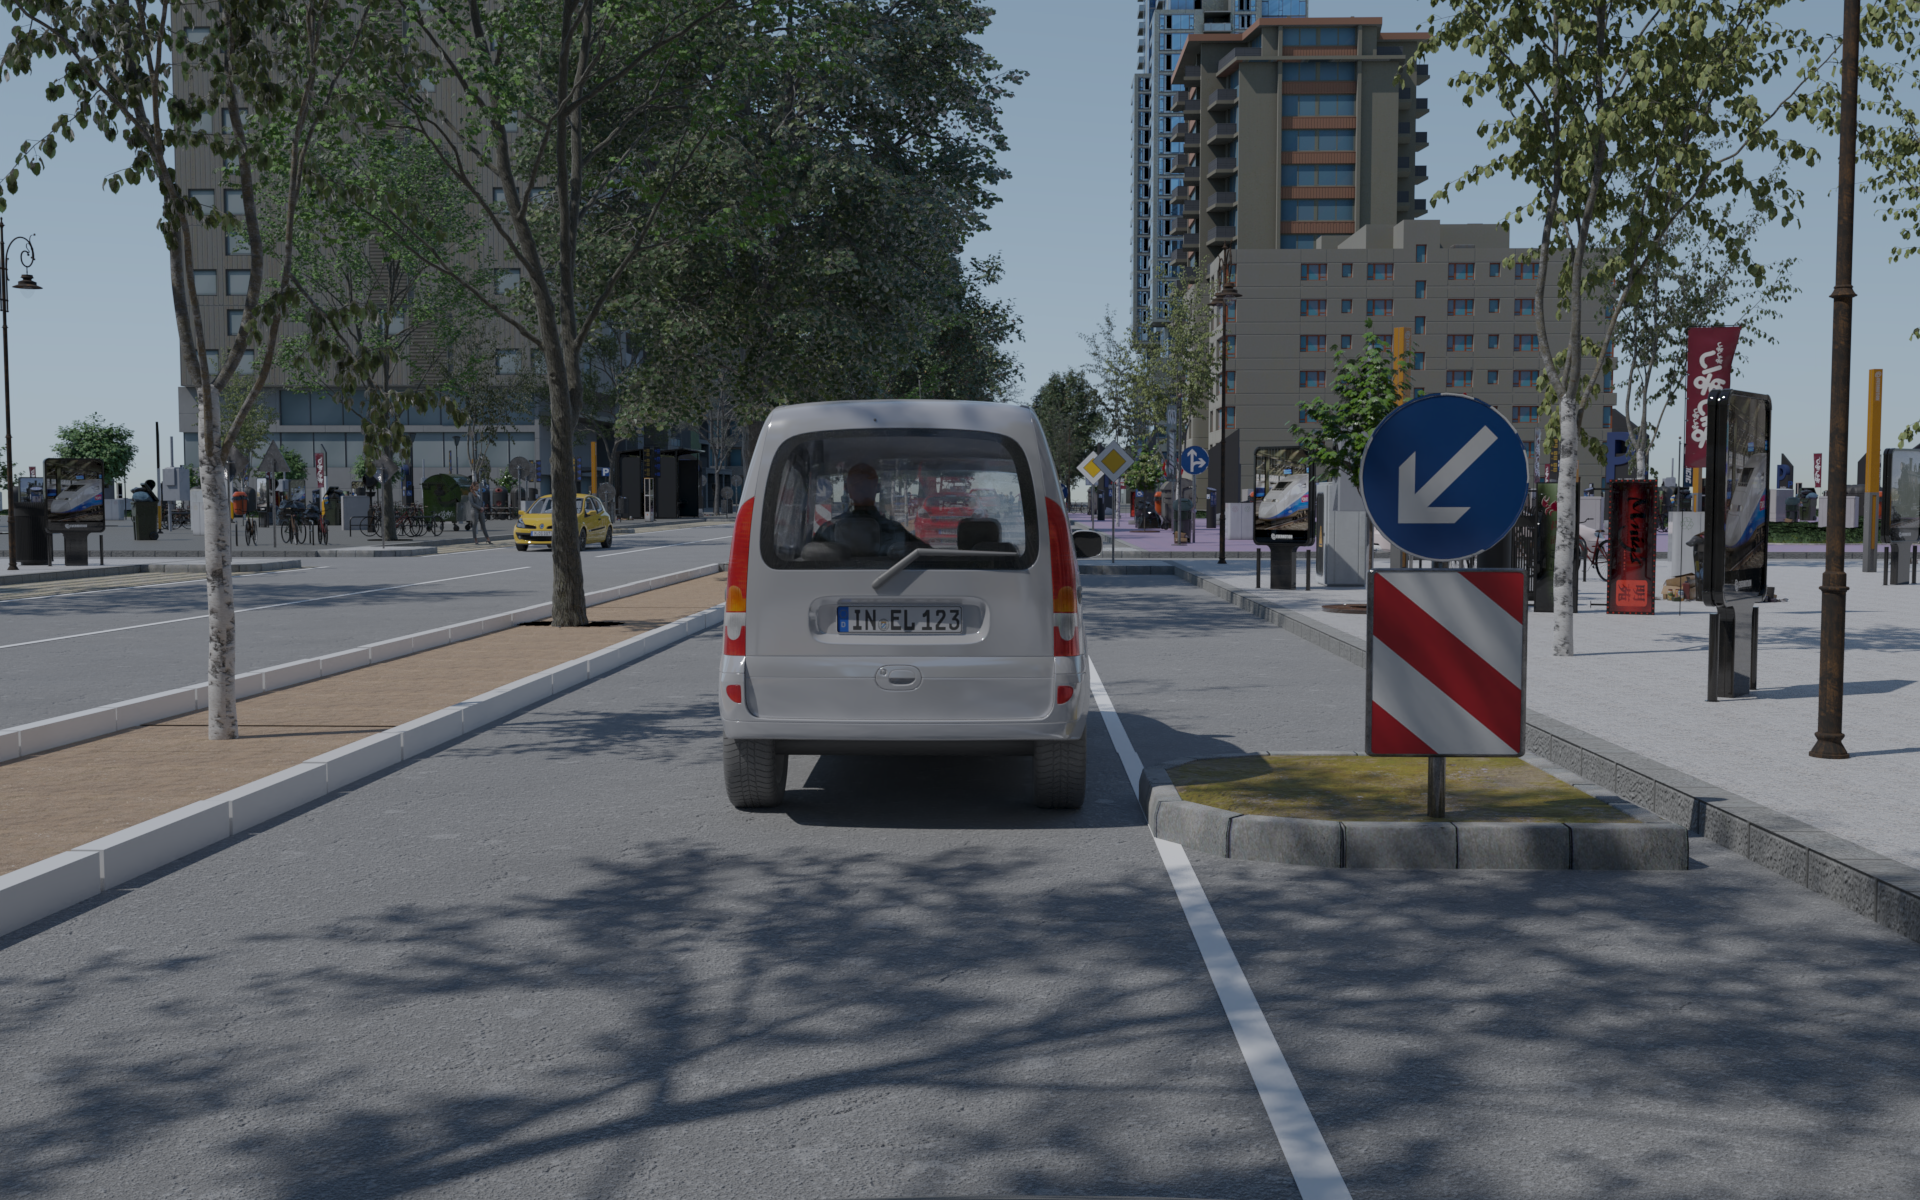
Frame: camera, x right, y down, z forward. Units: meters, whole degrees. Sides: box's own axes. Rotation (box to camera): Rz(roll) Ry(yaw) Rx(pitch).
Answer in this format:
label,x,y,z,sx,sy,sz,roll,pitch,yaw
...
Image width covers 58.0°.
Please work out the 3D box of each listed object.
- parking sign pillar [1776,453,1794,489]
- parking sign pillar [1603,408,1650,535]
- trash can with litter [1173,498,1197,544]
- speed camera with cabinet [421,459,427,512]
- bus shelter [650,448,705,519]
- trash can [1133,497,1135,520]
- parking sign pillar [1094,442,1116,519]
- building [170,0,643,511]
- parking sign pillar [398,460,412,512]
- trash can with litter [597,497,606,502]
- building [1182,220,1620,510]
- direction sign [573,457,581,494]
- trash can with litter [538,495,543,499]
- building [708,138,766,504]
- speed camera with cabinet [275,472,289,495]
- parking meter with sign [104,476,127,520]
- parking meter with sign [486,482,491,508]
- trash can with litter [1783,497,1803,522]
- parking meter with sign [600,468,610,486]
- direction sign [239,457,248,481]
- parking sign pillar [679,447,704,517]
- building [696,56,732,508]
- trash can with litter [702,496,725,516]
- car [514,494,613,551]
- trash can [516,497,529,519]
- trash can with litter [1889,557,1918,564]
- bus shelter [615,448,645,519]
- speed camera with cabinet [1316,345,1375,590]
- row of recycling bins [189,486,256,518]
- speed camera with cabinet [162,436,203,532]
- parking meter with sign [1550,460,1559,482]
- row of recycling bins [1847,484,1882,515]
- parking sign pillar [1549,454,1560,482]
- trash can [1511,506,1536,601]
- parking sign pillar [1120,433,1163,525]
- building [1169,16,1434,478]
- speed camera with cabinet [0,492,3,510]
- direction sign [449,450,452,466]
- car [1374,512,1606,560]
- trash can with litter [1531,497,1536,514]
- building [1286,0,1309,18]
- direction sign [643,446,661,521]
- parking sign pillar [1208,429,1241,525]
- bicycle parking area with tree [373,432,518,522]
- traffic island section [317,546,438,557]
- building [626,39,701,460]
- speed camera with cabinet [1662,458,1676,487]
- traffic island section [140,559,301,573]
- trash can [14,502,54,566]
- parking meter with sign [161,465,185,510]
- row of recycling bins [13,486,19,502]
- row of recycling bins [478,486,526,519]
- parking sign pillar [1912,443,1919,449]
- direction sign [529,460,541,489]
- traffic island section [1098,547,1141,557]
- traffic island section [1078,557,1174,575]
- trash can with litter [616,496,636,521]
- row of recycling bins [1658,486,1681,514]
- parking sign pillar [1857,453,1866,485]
label,x,y,z,sx,sy,sz,roll,pitch,yaw
parking sign pillar,54.138,-7.657,113.660,1.447,3.967,1.447,0,4,-4
parking sign pillar,20.779,-4.006,53.968,1.447,3.967,1.447,-2,4,-31
trash can with litter,5.830,-2.057,45.017,0.624,1.170,1.055,1,4,8
speed camera with cabinet,-29.984,-6.323,97.721,0.660,3.252,2.038,-1,4,-22
bus shelter,-14.839,-6.121,91.361,1.731,3.624,6.357,0,4,2
trash can,8.395,-4.204,80.385,0.748,1.137,0.748,0,3,0
parking sign pillar,7.721,-6.247,90.606,1.447,3.967,1.447,3,5,40
building,-39.460,-33.053,129.662,28.713,52.752,27.495,0,4,2
parking sign pillar,-36.382,-7.671,113.890,1.447,3.967,1.447,-2,4,-30
trash can with litter,-18.981,-4.971,92.670,0.624,1.170,1.055,-3,4,-36
building,32.847,-17.828,136.534,27.650,21.520,28.899,0,4,2
direction sign,-23.258,-6.914,105.042,0.876,3.537,0.379,3,4,37
trash can with litter,-24.917,-5.533,101.517,2.233,1.210,1.678,0,4,-2
building,-33.093,-37.076,225.797,23.786,49.044,30.456,0,4,2
speed camera with cabinet,-42.193,-7.011,108.972,0.660,3.252,2.038,1,4,16
parking meter with sign,-42.393,-5.491,86.043,1.738,3.016,0.543,-2,4,-29
parking meter with sign,-29.295,-6.758,106.753,0.543,3.016,1.738,-2,4,-30
trash can with litter,33.088,-3.513,68.823,0.624,1.170,1.055,2,4,32
parking meter with sign,-23.504,-7.217,114.252,0.543,3.016,1.738,0,4,-1
direction sign,-43.361,-6.903,104.863,0.876,3.537,0.379,2,4,31
parking sign pillar,-15.125,-6.649,97.190,1.447,3.967,1.447,0,4,-6
building,-33.273,-44.637,168.069,20.563,71.187,20.611,0,4,2
trash can with litter,-14.919,-5.534,101.541,2.233,1.210,1.678,0,3,0
car,-10.223,-2.109,44.700,2.015,1.641,3.980,0,4,3
trash can,-18.281,-3.741,72.822,0.748,1.137,0.748,0,3,0
trash can with litter,17.991,-1.270,31.824,2.233,1.210,1.678,0,4,-7
bus shelter,-16.651,-6.112,91.214,1.731,3.624,6.357,0,4,2
speed camera with cabinet,5.329,-1.803,23.820,0.660,3.252,2.038,0,4,4
row of recycling bins,-39.952,-5.310,93.932,1.069,1.692,3.534,3,5,44
speed camera with cabinet,-26.268,-3.978,59.379,2.038,3.252,0.660,1,4,13
parking meter with sign,30.480,-5.654,88.701,0.543,3.016,1.738,1,4,13
row of recycling bins,38.296,-4.077,73.765,1.069,1.692,3.534,0,4,7
parking sign pillar,38.261,-7.506,111.198,1.447,3.967,1.447,-2,4,-23
trash can,6.797,-0.572,21.004,0.748,1.137,0.748,0,3,0
parking sign pillar,7.806,-5.161,72.853,1.447,3.967,1.447,2,4,28
building,31.537,-31.198,164.705,22.147,44.769,28.867,0,4,2
speed camera with cabinet,-64.702,-7.368,114.799,0.660,3.252,2.038,3,5,40
direction sign,-26.454,-5.992,89.966,0.379,3.537,0.876,-1,4,-23
car,10.771,-1.422,35.615,4.827,1.381,2.083,0,4,2
trash can with litter,32.026,-5.110,94.604,1.678,1.210,2.233,-3,5,-42
building,33.292,-55.779,224.658,22.319,86.520,31.000,0,4,2
direction sign,-14.692,-5.546,82.666,0.876,3.537,0.379,-2,4,-35
parking sign pillar,10.950,-5.091,71.716,1.447,3.967,1.447,2,4,25
bicycle parking area with tree,-25.020,-5.876,83.070,9.016,4.147,8.231,1,4,20
traffic island section,-13.575,-1.128,40.728,2.009,0.180,2.903,0,4,2
building,-30.898,-28.582,150.914,14.154,41.232,14.086,0,4,2
speed camera with cabinet,38.991,-6.202,95.735,0.660,3.252,2.038,1,4,9
traffic island section,-13.813,-0.640,32.747,2.009,0.180,2.903,0,4,2
trash can,-16.718,-1.199,31.265,0.748,1.137,0.748,0,3,0
parking meter with sign,-47.149,-6.542,103.218,1.738,3.016,0.543,0,4,-3
row of recycling bins,-47.827,-4.991,88.708,1.069,1.692,3.534,-1,4,-9
row of recycling bins,-23.938,-4.969,88.355,3.534,1.692,1.069,-1,4,-12
parking sign pillar,40.274,-5.142,72.548,1.447,3.967,1.447,-1,4,-8
direction sign,-28.262,-7.536,115.203,0.876,3.537,0.379,1,4,13
traffic island section,3.109,-1.098,40.230,2.009,0.180,2.903,0,4,2
traffic island section,2.871,-0.610,32.248,2.009,0.180,2.903,0,4,2
trash can with litter,-16.822,-4.491,84.482,2.233,1.210,1.678,-1,4,-15
row of recycling bins,36.198,-4.989,88.685,3.534,1.692,1.069,-3,5,-44
parking sign pillar,51.014,-6.660,97.368,1.447,3.967,1.447,0,4,-6
